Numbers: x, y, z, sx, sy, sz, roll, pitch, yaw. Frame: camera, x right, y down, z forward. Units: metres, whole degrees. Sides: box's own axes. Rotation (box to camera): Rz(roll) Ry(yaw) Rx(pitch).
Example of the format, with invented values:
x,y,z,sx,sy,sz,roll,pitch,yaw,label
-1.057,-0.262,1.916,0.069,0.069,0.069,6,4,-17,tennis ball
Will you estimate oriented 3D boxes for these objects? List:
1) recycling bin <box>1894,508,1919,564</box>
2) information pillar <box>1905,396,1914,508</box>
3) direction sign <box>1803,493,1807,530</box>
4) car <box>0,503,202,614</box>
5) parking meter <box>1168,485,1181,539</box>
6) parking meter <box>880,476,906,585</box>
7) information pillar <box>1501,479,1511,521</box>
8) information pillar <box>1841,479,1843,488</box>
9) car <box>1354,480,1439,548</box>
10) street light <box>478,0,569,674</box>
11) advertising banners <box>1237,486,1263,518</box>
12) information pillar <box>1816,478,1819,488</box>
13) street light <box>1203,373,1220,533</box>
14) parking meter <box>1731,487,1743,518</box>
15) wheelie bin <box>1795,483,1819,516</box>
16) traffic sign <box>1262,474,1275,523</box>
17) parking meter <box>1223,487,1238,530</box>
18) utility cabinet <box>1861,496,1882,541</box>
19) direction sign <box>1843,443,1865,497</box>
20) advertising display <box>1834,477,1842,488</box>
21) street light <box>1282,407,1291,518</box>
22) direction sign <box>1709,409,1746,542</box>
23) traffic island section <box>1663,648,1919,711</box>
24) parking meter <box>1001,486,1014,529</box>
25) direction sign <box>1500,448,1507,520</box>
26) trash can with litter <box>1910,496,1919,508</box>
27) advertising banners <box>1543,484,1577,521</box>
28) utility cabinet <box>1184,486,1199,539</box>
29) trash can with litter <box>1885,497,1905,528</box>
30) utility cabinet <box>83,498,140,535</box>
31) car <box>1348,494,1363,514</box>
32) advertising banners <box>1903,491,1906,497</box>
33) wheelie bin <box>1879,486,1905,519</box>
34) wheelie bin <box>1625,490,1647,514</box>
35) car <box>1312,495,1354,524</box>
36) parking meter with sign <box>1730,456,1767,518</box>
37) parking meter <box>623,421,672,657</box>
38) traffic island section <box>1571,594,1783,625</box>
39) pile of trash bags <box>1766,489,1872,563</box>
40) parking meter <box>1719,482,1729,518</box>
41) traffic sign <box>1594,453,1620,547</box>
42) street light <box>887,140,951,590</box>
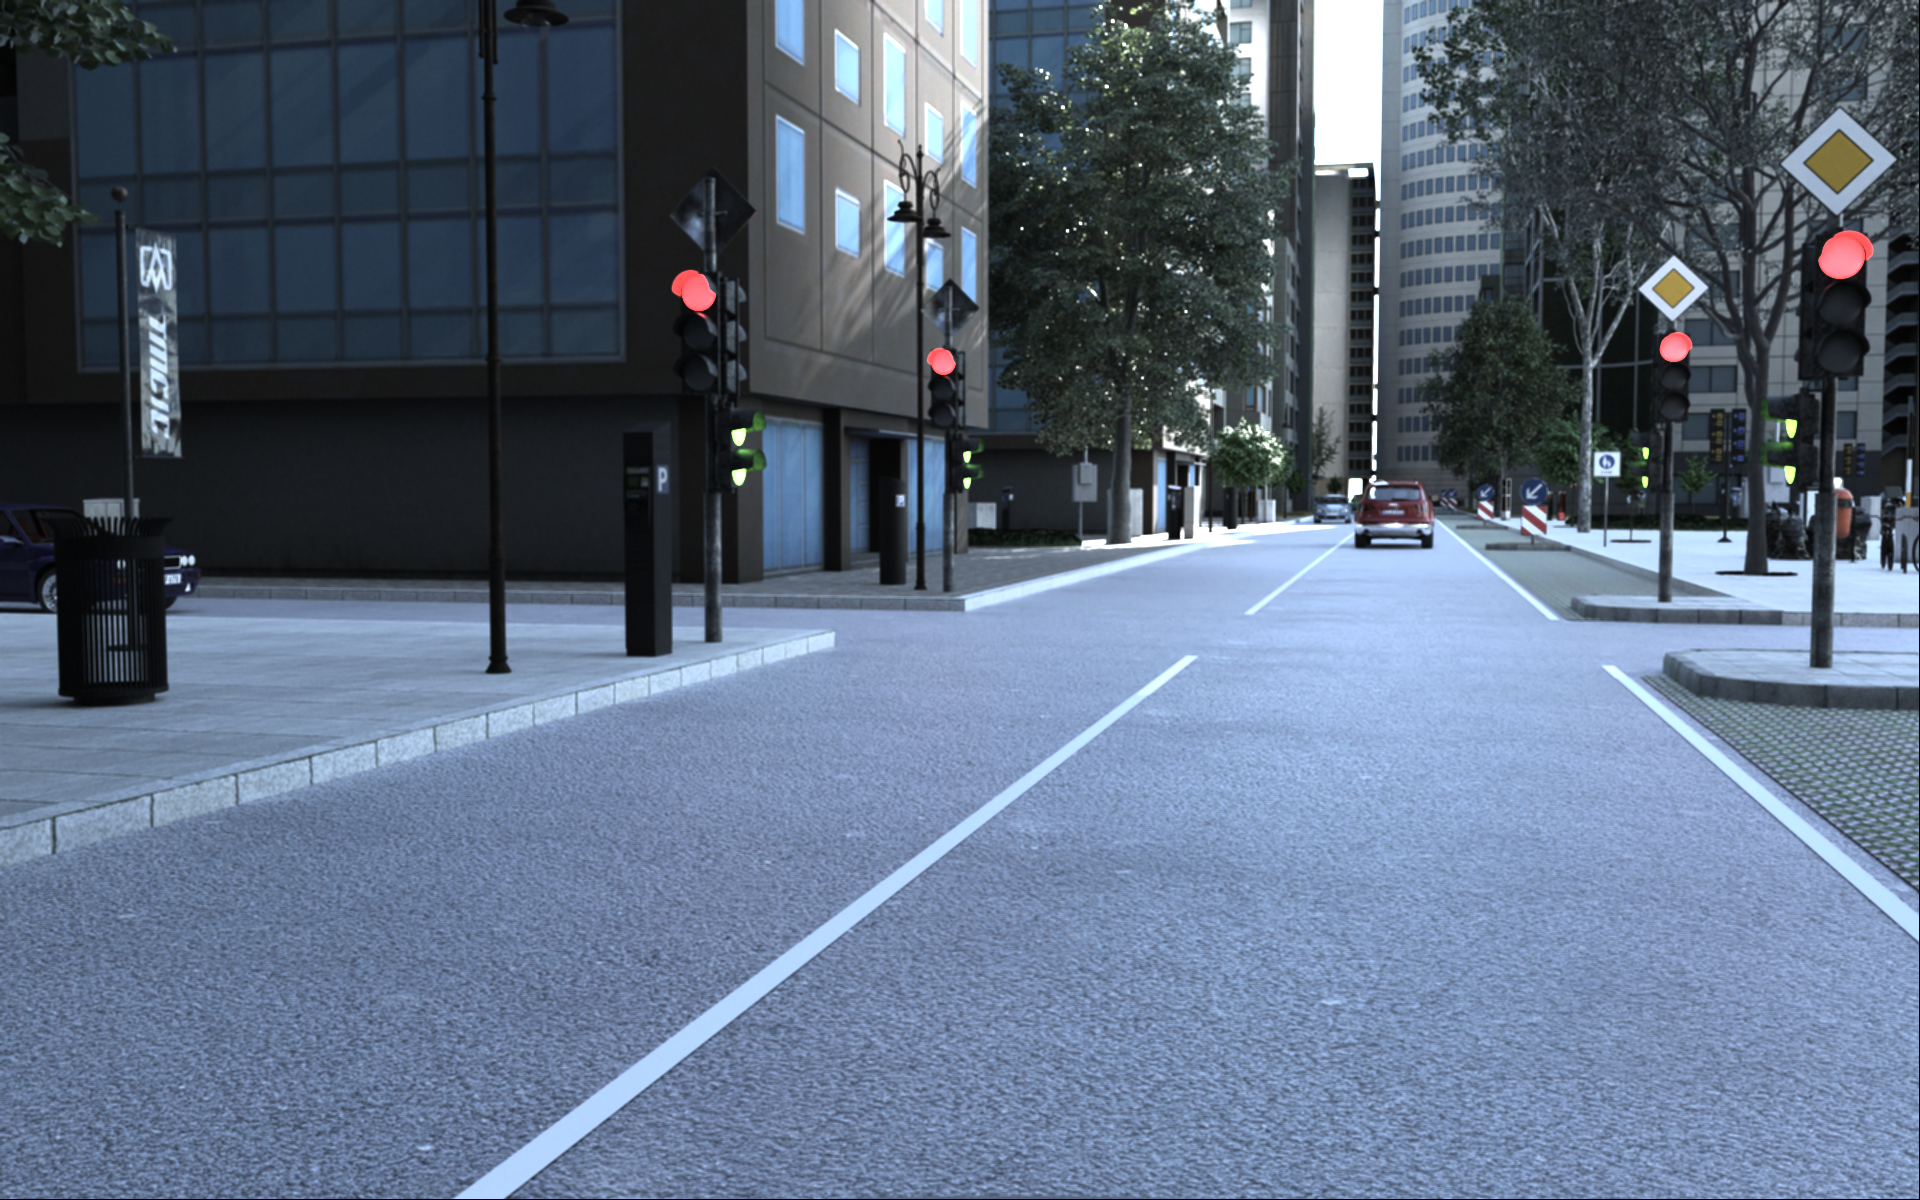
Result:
x,y,z,sx,sy,sz,roll,pitch,yaw,label
17.980,-1.207,32.287,0.722,1.027,0.722,-1,4,-15,recycling bin
22.712,-3.064,41.454,0.183,3.616,0.504,2,4,25,information pillar
21.461,-3.176,43.930,0.379,3.537,0.876,3,4,36,direction sign
-11.224,-0.501,20.774,3.894,1.354,1.945,1,4,13,car
6.126,-2.510,49.448,0.372,1.533,0.369,0,3,0,parking meter
-0.955,-0.990,24.590,0.372,1.533,0.369,0,3,0,parking meter
26.367,-4.839,83.616,0.304,2.012,0.304,-2,4,-29,information pillar
43.653,-4.995,86.152,0.304,2.012,0.304,-1,4,-21,information pillar
11.931,-2.370,47.421,2.281,1.827,5.304,1,4,16,car
-3.317,-2.415,12.270,0.468,5.910,1.993,1,4,14,street light
15.783,-5.974,93.866,0.090,3.025,2.074,-2,4,-35,advertising banners
38.792,-4.502,78.094,0.304,2.012,0.304,0,4,1,information pillar
8.302,-5.165,57.238,0.468,5.910,1.993,1,4,14,street light
28.696,-3.400,64.001,0.372,1.533,0.369,0,3,0,parking meter
25.176,-2.651,51.245,0.693,1.594,0.980,0,4,-6,wheelie bin
13.315,-4.610,75.474,0.768,2.556,0.104,1,4,19,traffic sign
9.813,-3.305,62.450,0.372,1.533,0.369,0,3,0,parking meter
25.266,-2.258,48.086,0.306,1.237,1.020,1,4,14,utility cabinet
39.962,-5.228,77.471,0.876,3.537,0.379,3,5,41,direction sign
33.812,-3.784,67.077,0.974,1.923,0.123,-2,4,-35,advertising display
17.317,-7.295,92.066,0.468,5.910,1.993,1,4,14,street light
20.372,-3.304,46.025,0.876,3.537,0.379,1,4,13,direction sign
6.405,0.578,12.839,2.009,0.180,2.903,1,4,14,traffic island section
1.453,-2.728,53.015,0.372,1.533,0.369,0,3,0,parking meter
27.077,-5.752,86.044,0.379,3.537,0.876,2,4,24,direction sign
46.502,-4.522,84.990,2.233,1.210,1.678,3,5,41,trash can with litter
29.174,-5.372,84.025,2.074,3.025,0.090,-1,4,-20,advertising banners
6.620,-2.507,49.664,0.318,1.500,1.173,1,4,14,utility cabinet
35.379,-3.294,65.239,1.055,1.170,0.624,-2,4,-35,trash can with litter
-12.483,-0.876,25.485,1.020,1.237,0.306,2,4,35,utility cabinet
29.674,-7.282,127.854,1.959,1.807,4.718,1,4,13,car
42.950,-5.041,78.610,0.090,3.025,2.074,2,4,33,advertising banners
38.655,-3.913,71.891,0.980,1.594,0.693,1,4,9,wheelie bin
29.957,-4.207,76.692,0.980,1.594,0.693,-3,4,-36,wheelie bin
18.466,-4.507,85.685,2.014,1.417,4.499,1,4,14,car
36.142,-5.069,79.147,1.738,3.016,0.543,0,4,6,parking meter with sign
-2.480,-0.492,13.756,0.255,1.863,0.399,1,4,15,parking meter
8.394,0.104,20.573,2.009,0.180,2.903,1,4,14,traffic island section
16.808,-1.476,33.884,1.912,1.369,3.447,1,4,12,pile of trash bags
35.971,-4.640,81.568,0.399,1.863,0.255,2,4,35,parking meter
15.641,-2.435,41.934,0.606,2.300,0.079,1,4,20,traffic sign
-0.529,-3.076,23.076,0.468,5.910,1.993,1,4,14,street light
